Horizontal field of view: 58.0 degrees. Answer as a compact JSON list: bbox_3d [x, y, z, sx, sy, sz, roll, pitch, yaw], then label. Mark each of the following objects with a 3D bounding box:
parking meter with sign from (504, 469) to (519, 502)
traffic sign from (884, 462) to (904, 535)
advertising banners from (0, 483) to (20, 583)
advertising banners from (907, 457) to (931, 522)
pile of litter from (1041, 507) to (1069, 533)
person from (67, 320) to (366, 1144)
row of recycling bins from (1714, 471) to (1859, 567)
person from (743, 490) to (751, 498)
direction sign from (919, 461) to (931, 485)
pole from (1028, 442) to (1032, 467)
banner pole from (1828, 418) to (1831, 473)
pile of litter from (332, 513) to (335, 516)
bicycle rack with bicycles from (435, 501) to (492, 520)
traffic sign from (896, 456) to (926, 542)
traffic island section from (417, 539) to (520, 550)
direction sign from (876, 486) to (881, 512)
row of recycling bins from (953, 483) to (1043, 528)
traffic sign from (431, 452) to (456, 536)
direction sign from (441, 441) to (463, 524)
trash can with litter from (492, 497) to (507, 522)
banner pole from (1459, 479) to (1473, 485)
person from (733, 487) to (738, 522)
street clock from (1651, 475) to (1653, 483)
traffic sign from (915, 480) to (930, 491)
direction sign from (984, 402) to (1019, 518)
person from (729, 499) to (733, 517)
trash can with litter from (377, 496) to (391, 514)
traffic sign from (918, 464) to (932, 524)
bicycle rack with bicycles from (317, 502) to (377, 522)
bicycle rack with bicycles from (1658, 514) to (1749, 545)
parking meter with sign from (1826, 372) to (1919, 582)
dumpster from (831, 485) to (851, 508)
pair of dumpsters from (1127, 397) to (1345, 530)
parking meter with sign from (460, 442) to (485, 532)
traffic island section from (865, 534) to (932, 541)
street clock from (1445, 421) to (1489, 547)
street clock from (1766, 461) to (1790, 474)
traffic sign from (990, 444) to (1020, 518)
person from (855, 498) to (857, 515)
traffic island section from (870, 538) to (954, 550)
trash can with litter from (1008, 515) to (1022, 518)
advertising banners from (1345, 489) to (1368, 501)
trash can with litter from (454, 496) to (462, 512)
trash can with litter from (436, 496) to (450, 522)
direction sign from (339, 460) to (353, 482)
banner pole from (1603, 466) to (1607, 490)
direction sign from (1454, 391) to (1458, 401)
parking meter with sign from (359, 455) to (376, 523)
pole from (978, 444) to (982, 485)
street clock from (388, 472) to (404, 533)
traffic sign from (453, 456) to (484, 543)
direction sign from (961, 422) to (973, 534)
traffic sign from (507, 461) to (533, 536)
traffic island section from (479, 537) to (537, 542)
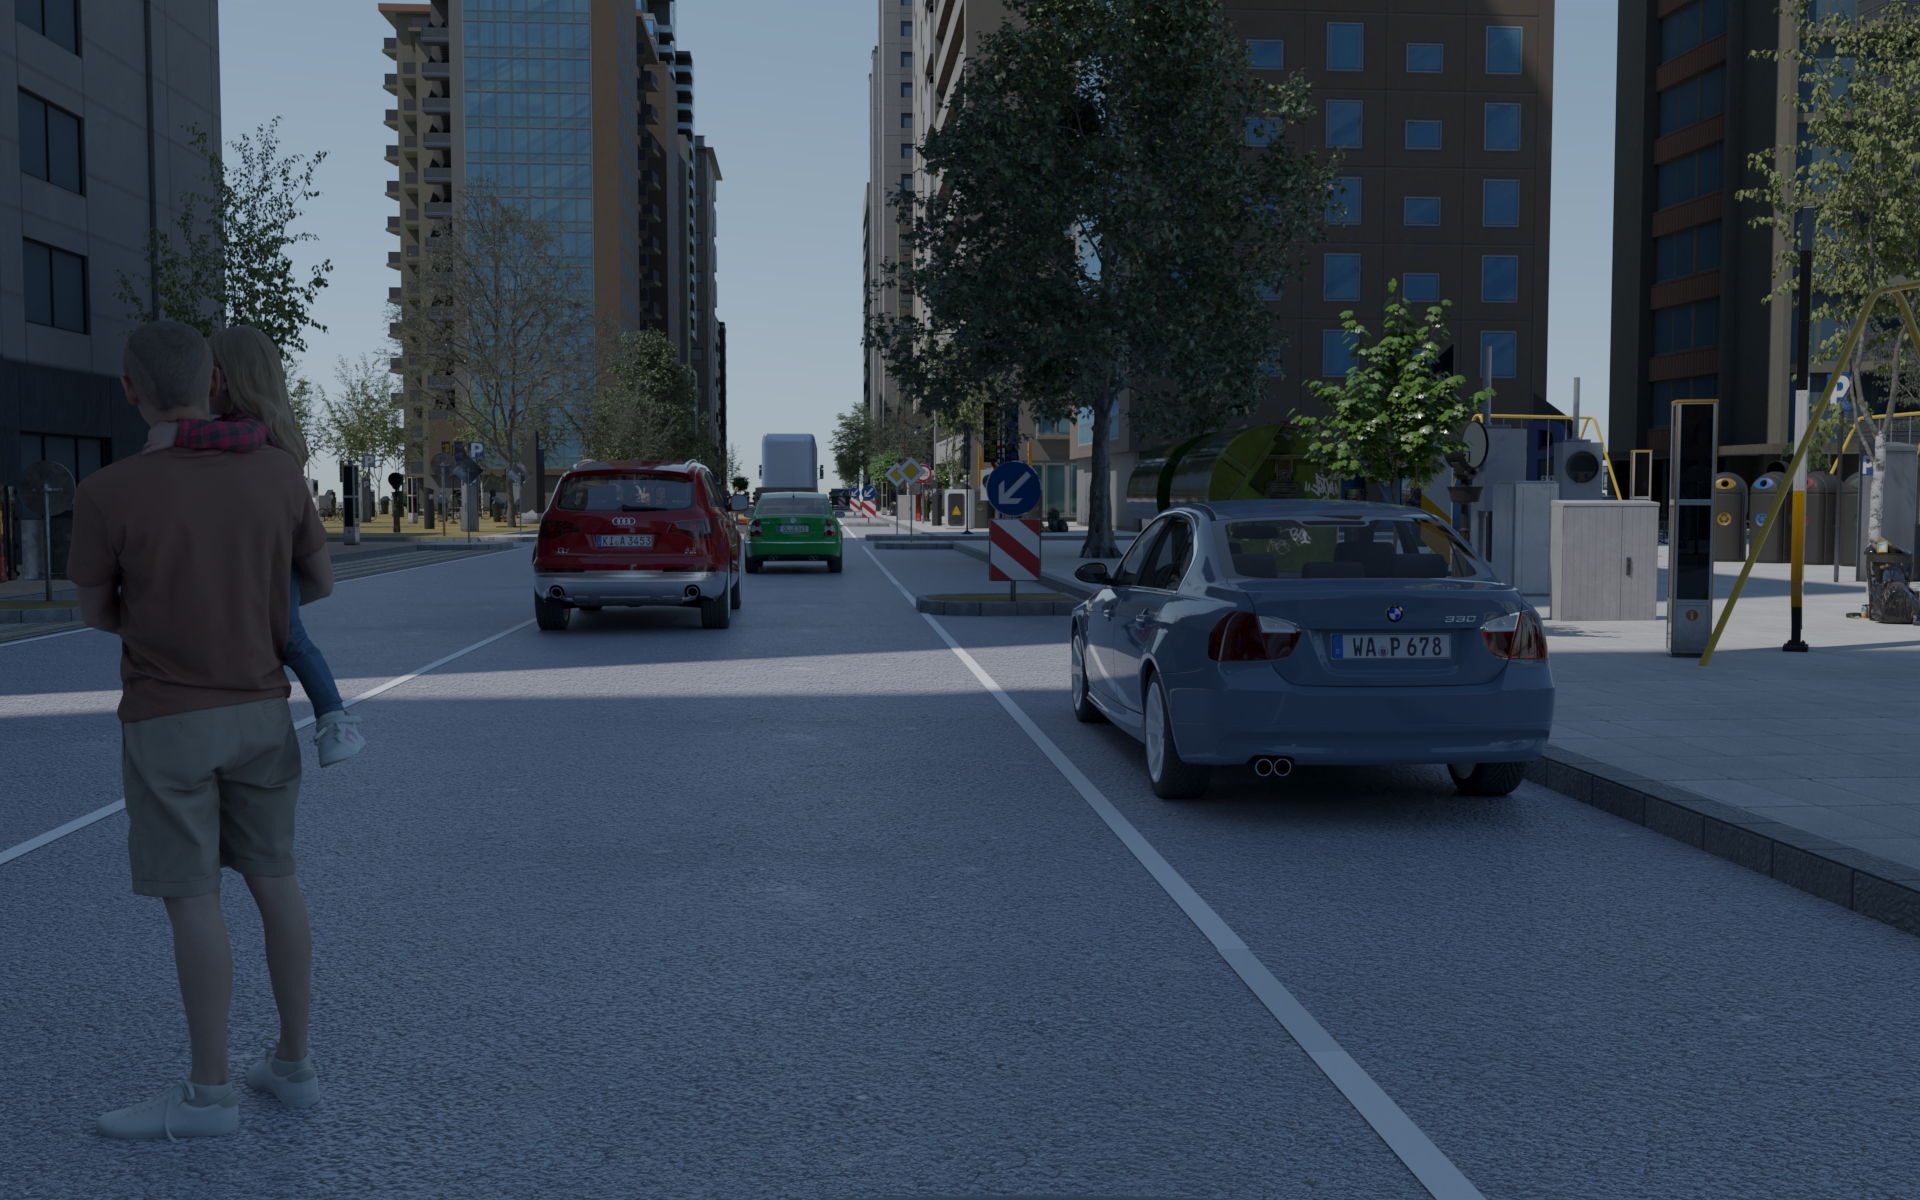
[{"bbox_3d":[-30.097,-7.435,117.829,1.738,3.016,0.543,2,4,24],"label":"parking meter with sign"},{"bbox_3d":[-1.967,-3.082,54.025,0.795,2.450,0.064,0,4,-5],"label":"traffic sign"},{"bbox_3d":[-13.896,-1.765,25.046,0.090,3.025,2.074,-1,4,-18],"label":"advertising banners"},{"bbox_3d":[-1.924,-5.172,80.752,0.090,3.025,2.074,-2,4,-32],"label":"advertising banners"},{"bbox_3d":[2.928,-2.696,58.037,1.719,0.858,1.176,-2,4,-26],"label":"pile of litter"},{"bbox_3d":[-1.701,0.272,4.021,0.573,1.828,0.580,0,4,-6],"label":"person"},{"bbox_3d":[15.337,-1.515,31.882,1.069,1.692,3.534,-2,4,-33],"label":"row of recycling bins"},{"bbox_3d":[-22.322,-10.494,180.037,1.348,1.831,0.705,-2,4,-27],"label":"person"},{"bbox_3d":[-2.399,-7.770,119.038,0.876,3.537,0.379,1,4,19],"label":"direction sign"},{"bbox_3d":[2.751,-4.549,68.211,0.158,3.312,0.155,0,3,0],"label":"pole"},{"bbox_3d":[28.511,-4.089,56.869,0.401,3.779,0.863,2,4,31],"label":"banner pole"},{"bbox_3d":[-37.705,-5.397,102.199,1.719,0.858,1.176,0,4,8],"label":"pile of litter"},{"bbox_3d":[-25.147,-4.467,86.414,2.925,0.926,2.852,0,4,6],"label":"bicycle rack with bicycles"},{"bbox_3d":[-1.300,-2.595,46.068,0.795,2.450,0.064,0,4,-5],"label":"traffic sign"},{"bbox_3d":[-12.829,-1.401,45.188,2.009,0.180,2.903,0,4,-5],"label":"traffic island section"},{"bbox_3d":[-5.948,-8.222,126.428,0.379,3.537,0.876,3,5,43],"label":"direction sign"},{"bbox_3d":[1.388,-3.530,64.831,3.534,1.692,1.069,1,4,17],"label":"row of recycling bins"},{"bbox_3d":[-15.686,-3.211,52.600,0.768,2.556,0.104,0,4,-2],"label":"traffic sign"},{"bbox_3d":[-21.826,-5.048,74.535,0.876,3.537,0.379,-1,4,-15],"label":"direction sign"},{"bbox_3d":[-20.749,-4.108,78.557,1.055,1.170,0.624,3,4,37],"label":"trash can with litter"},{"bbox_3d":[16.370,-3.990,55.247,0.863,3.779,0.401,0,4,5],"label":"banner pole"},{"bbox_3d":[-11.808,-4.924,89.218,0.699,1.804,1.509,3,4,36],"label":"person"},{"bbox_3d":[22.825,-3.254,57.766,0.471,2.002,0.358,1,4,14],"label":"street clock"},{"bbox_3d":[-1.861,-5.003,81.807,0.884,2.594,0.081,0,3,0],"label":"traffic sign"},{"bbox_3d":[1.011,-3.102,42.722,0.876,3.537,0.379,1,4,14],"label":"direction sign"},{"bbox_3d":[-8.699,-3.190,65.340,0.352,1.250,0.332,-3,4,-36],"label":"person"},{"bbox_3d":[-36.400,-5.993,109.371,0.624,1.170,1.055,1,4,10],"label":"trash can with litter"},{"bbox_3d":[-1.574,-4.516,73.949,0.768,2.556,0.104,0,4,-1],"label":"traffic sign"},{"bbox_3d":[-28.894,-4.156,81.337,2.925,0.926,2.852,-2,4,-28],"label":"bicycle rack with bicycles"},{"bbox_3d":[18.715,-1.836,43.400,2.852,0.926,2.925,-3,4,-37],"label":"bicycle rack with bicycles"},{"bbox_3d":[13.529,-1.770,25.205,1.738,3.016,0.543,-1,4,-11],"label":"parking meter with sign"},{"bbox_3d":[-11.403,-9.844,165.904,1.985,2.255,1.502,0,4,-4],"label":"dumpster"},{"bbox_3d":[3.036,-1.035,19.423,1.574,2.255,4.437,0,4,-5],"label":"pair of dumpsters"},{"bbox_3d":[-16.621,-3.826,58.816,0.543,3.016,1.738,-2,4,-30],"label":"parking meter with sign"},{"bbox_3d":[-1.944,-1.946,54.104,2.009,0.180,2.903,0,4,-5],"label":"traffic island section"},{"bbox_3d":[5.011,-0.773,17.201,0.471,2.002,0.358,-3,5,-40],"label":"street clock"},{"bbox_3d":[17.903,-2.040,37.928,0.358,2.002,0.471,-2,4,-34],"label":"street clock"},{"bbox_3d":[1.131,-2.678,43.895,0.768,2.556,0.104,0,4,-4],"label":"traffic sign"},{"bbox_3d":[-7.012,-6.307,115.895,0.425,1.301,0.394,1,4,13],"label":"person"},{"bbox_3d":[-1.278,-1.460,46.147,2.009,0.180,2.903,0,4,-5],"label":"traffic island section"},{"bbox_3d":[2.159,-2.972,59.972,1.055,1.170,0.624,0,4,5],"label":"trash can with litter"},{"bbox_3d":[8.658,-2.757,41.261,2.074,3.025,0.090,1,4,12],"label":"advertising banners"},{"bbox_3d":[-35.917,-6.863,123.604,1.055,1.170,0.624,-1,4,-9],"label":"trash can with litter"},{"bbox_3d":[-23.946,-4.214,80.283,0.624,1.170,1.055,-1,4,-15],"label":"trash can with litter"},{"bbox_3d":[-41.169,-7.600,116.251,0.876,3.537,0.379,-1,4,-16],"label":"direction sign"},{"bbox_3d":[49.776,-8.805,133.971,0.863,3.779,0.401,0,4,1],"label":"banner pole"},{"bbox_3d":[10.521,-2.811,37.952,0.876,3.537,0.379,-2,4,-24],"label":"direction sign"},{"bbox_3d":[-26.974,-5.031,78.511,0.543,3.016,1.738,-2,4,-33],"label":"parking meter with sign"},{"bbox_3d":[0.815,-4.660,70.039,0.158,3.312,0.155,0,3,0],"label":"pole"},{"bbox_3d":[-18.761,-3.246,57.646,0.471,2.002,0.358,0,4,0],"label":"street clock"},{"bbox_3d":[-12.806,-2.537,45.129,0.795,2.450,0.064,0,4,-5],"label":"traffic sign"},{"bbox_3d":[0.230,-3.861,55.129,0.379,3.537,0.876,1,4,12],"label":"direction sign"},{"bbox_3d":[-13.472,-3.024,53.086,0.795,2.450,0.064,0,4,-5],"label":"traffic sign"},{"bbox_3d":[-13.495,-1.888,53.146,2.009,0.180,2.903,0,4,-5],"label":"traffic island section"}]
